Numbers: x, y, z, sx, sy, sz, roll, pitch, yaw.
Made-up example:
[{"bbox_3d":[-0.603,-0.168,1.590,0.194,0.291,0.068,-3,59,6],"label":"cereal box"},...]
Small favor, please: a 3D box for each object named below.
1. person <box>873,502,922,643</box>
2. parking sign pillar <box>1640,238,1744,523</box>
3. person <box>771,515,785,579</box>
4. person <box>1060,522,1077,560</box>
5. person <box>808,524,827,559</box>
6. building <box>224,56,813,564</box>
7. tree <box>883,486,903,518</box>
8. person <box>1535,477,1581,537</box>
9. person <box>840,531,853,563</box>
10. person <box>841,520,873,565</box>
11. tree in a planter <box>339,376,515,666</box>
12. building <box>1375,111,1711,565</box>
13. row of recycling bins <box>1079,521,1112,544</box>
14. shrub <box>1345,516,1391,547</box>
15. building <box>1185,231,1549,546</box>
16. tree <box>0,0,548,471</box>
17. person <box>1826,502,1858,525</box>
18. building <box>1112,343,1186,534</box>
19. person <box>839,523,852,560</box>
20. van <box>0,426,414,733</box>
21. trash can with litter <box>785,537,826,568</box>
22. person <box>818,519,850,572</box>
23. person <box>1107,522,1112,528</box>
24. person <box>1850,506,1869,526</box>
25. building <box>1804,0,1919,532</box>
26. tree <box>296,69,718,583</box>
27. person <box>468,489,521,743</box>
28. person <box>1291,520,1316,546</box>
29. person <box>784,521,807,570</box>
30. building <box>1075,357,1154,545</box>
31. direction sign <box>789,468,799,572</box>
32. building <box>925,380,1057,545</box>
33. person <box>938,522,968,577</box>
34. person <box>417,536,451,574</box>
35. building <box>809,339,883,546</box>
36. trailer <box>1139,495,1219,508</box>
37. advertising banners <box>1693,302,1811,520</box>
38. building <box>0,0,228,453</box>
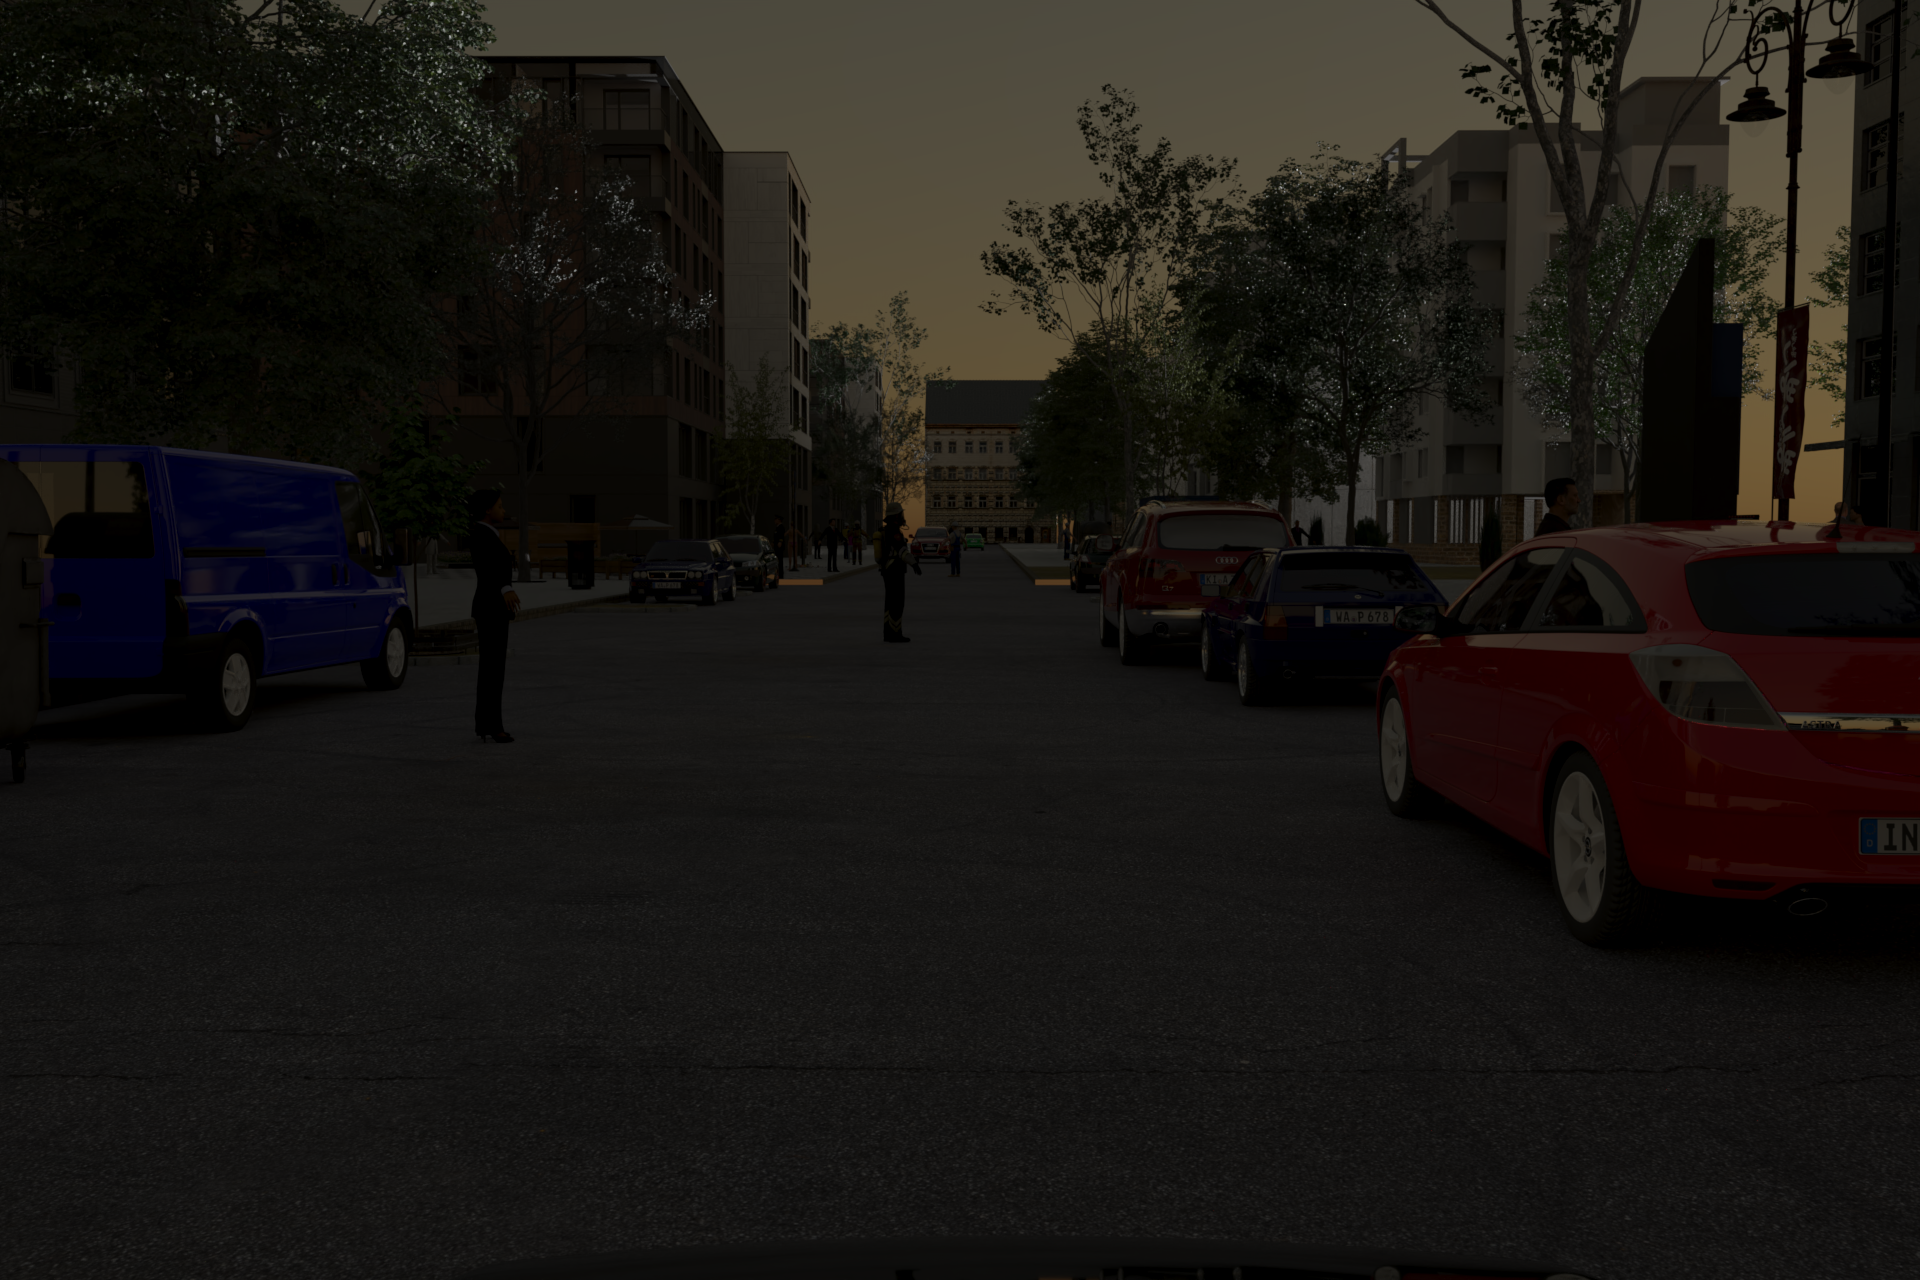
[{"bbox_3d":[-0.847,-0.902,22.984,0.705,1.856,1.354,-1,4,-22],"label":"person"},{"bbox_3d":[6.940,-1.715,16.511,1.447,3.967,1.447,0,4,1],"label":"parking sign pillar"},{"bbox_3d":[-5.202,-2.668,49.563,0.705,1.837,1.347,-1,4,-15],"label":"person"},{"bbox_3d":[5.241,-4.801,84.359,0.705,1.847,1.347,-2,4,-32],"label":"person"},{"bbox_3d":[-7.288,-5.058,88.827,1.348,1.813,0.705,2,4,34],"label":"person"},{"bbox_3d":[-23.117,-15.091,90.705,27.936,21.610,32.646,0,3,0],"label":"building"},{"bbox_3d":[-9.395,-17.907,243.136,4.360,8.622,3.978,0,3,0],"label":"tree"},{"bbox_3d":[4.068,-0.190,11.693,0.704,1.812,1.346,1,4,14],"label":"person"},{"bbox_3d":[-4.882,-4.146,77.059,0.991,1.433,0.599,-2,4,-27],"label":"person"},{"bbox_3d":[-4.257,-4.035,71.736,1.354,1.858,0.705,0,4,-1],"label":"person"},{"bbox_3d":[-6.219,-1.376,19.724,1.991,3.239,1.994,0,4,2],"label":"tree in a planter"},{"bbox_3d":[25.621,-13.921,84.027,16.016,20.090,11.380,0,4,1],"label":"building"},{"bbox_3d":[4.242,-2.930,55.018,1.069,1.692,3.534,0,4,1],"label":"row of recycling bins"},{"bbox_3d":[15.525,-3.764,65.959,1.690,2.028,1.600,0,3,0],"label":"shrub"},{"bbox_3d":[24.524,-14.875,109.656,16.747,18.905,31.486,0,4,1],"label":"building"},{"bbox_3d":[-11.410,-7.386,27.416,9.857,13.997,8.962,0,3,0],"label":"tree"},{"bbox_3d":[12.963,-1.158,25.530,0.434,1.755,0.990,-3,4,-39],"label":"person"},{"bbox_3d":[25.808,-21.343,179.882,19.493,23.208,18.063,0,4,1],"label":"building"},{"bbox_3d":[-5.687,-4.982,87.424,1.349,1.833,0.705,3,5,44],"label":"person"},{"bbox_3d":[-6.130,-0.599,14.180,2.240,2.365,5.245,0,4,1],"label":"van"},{"bbox_3d":[-5.901,-3.417,66.922,1.678,1.210,2.233,0,4,2],"label":"trash can with litter"},{"bbox_3d":[-4.298,-3.203,58.562,1.347,1.806,0.705,-3,5,-42],"label":"person"},{"bbox_3d":[6.612,-4.290,76.286,0.704,1.843,1.345,0,4,2],"label":"person"},{"bbox_3d":[14.199,-1.274,27.633,0.721,1.737,1.217,1,4,21],"label":"person"},{"bbox_3d":[25.977,-12.954,30.219,11.959,24.771,22.079,0,4,1],"label":"building"},{"bbox_3d":[-11.504,-8.268,45.555,12.009,13.543,11.850,0,3,0],"label":"tree"},{"bbox_3d":[-3.172,-0.173,12.004,0.721,1.740,1.216,-1,4,-20],"label":"person"},{"bbox_3d":[12.396,-3.514,63.672,1.346,1.802,0.704,0,4,-5],"label":"person"},{"bbox_3d":[-5.961,-3.338,61.387,1.217,1.733,0.721,-2,4,-28],"label":"person"},{"bbox_3d":[28.133,-22.765,216.179,27.936,21.610,32.646,0,4,1],"label":"building"},{"bbox_3d":[-5.694,-4.121,59.374,0.379,3.537,0.876,0,4,1],"label":"direction sign"},{"bbox_3d":[4.256,-25.191,245.265,18.063,23.208,19.493,0,3,0],"label":"building"},{"bbox_3d":[-0.179,-3.033,57.910,0.705,1.847,1.347,3,5,45],"label":"person"},{"bbox_3d":[-16.775,-2.990,55.066,0.705,1.806,1.347,2,4,29],"label":"person"},{"bbox_3d":[-23.821,-21.660,198.108,27.936,21.610,32.646,0,4,1],"label":"building"},{"bbox_3d":[3.394,-1.257,27.609,1.471,1.999,3.904,0,4,1],"label":"trailer"},{"bbox_3d":[6.404,-1.099,14.164,0.090,3.025,2.074,0,4,1],"label":"advertising banners"},{"bbox_3d":[-28.189,-15.015,39.007,14.314,27.812,24.014,0,4,0],"label":"building"}]
